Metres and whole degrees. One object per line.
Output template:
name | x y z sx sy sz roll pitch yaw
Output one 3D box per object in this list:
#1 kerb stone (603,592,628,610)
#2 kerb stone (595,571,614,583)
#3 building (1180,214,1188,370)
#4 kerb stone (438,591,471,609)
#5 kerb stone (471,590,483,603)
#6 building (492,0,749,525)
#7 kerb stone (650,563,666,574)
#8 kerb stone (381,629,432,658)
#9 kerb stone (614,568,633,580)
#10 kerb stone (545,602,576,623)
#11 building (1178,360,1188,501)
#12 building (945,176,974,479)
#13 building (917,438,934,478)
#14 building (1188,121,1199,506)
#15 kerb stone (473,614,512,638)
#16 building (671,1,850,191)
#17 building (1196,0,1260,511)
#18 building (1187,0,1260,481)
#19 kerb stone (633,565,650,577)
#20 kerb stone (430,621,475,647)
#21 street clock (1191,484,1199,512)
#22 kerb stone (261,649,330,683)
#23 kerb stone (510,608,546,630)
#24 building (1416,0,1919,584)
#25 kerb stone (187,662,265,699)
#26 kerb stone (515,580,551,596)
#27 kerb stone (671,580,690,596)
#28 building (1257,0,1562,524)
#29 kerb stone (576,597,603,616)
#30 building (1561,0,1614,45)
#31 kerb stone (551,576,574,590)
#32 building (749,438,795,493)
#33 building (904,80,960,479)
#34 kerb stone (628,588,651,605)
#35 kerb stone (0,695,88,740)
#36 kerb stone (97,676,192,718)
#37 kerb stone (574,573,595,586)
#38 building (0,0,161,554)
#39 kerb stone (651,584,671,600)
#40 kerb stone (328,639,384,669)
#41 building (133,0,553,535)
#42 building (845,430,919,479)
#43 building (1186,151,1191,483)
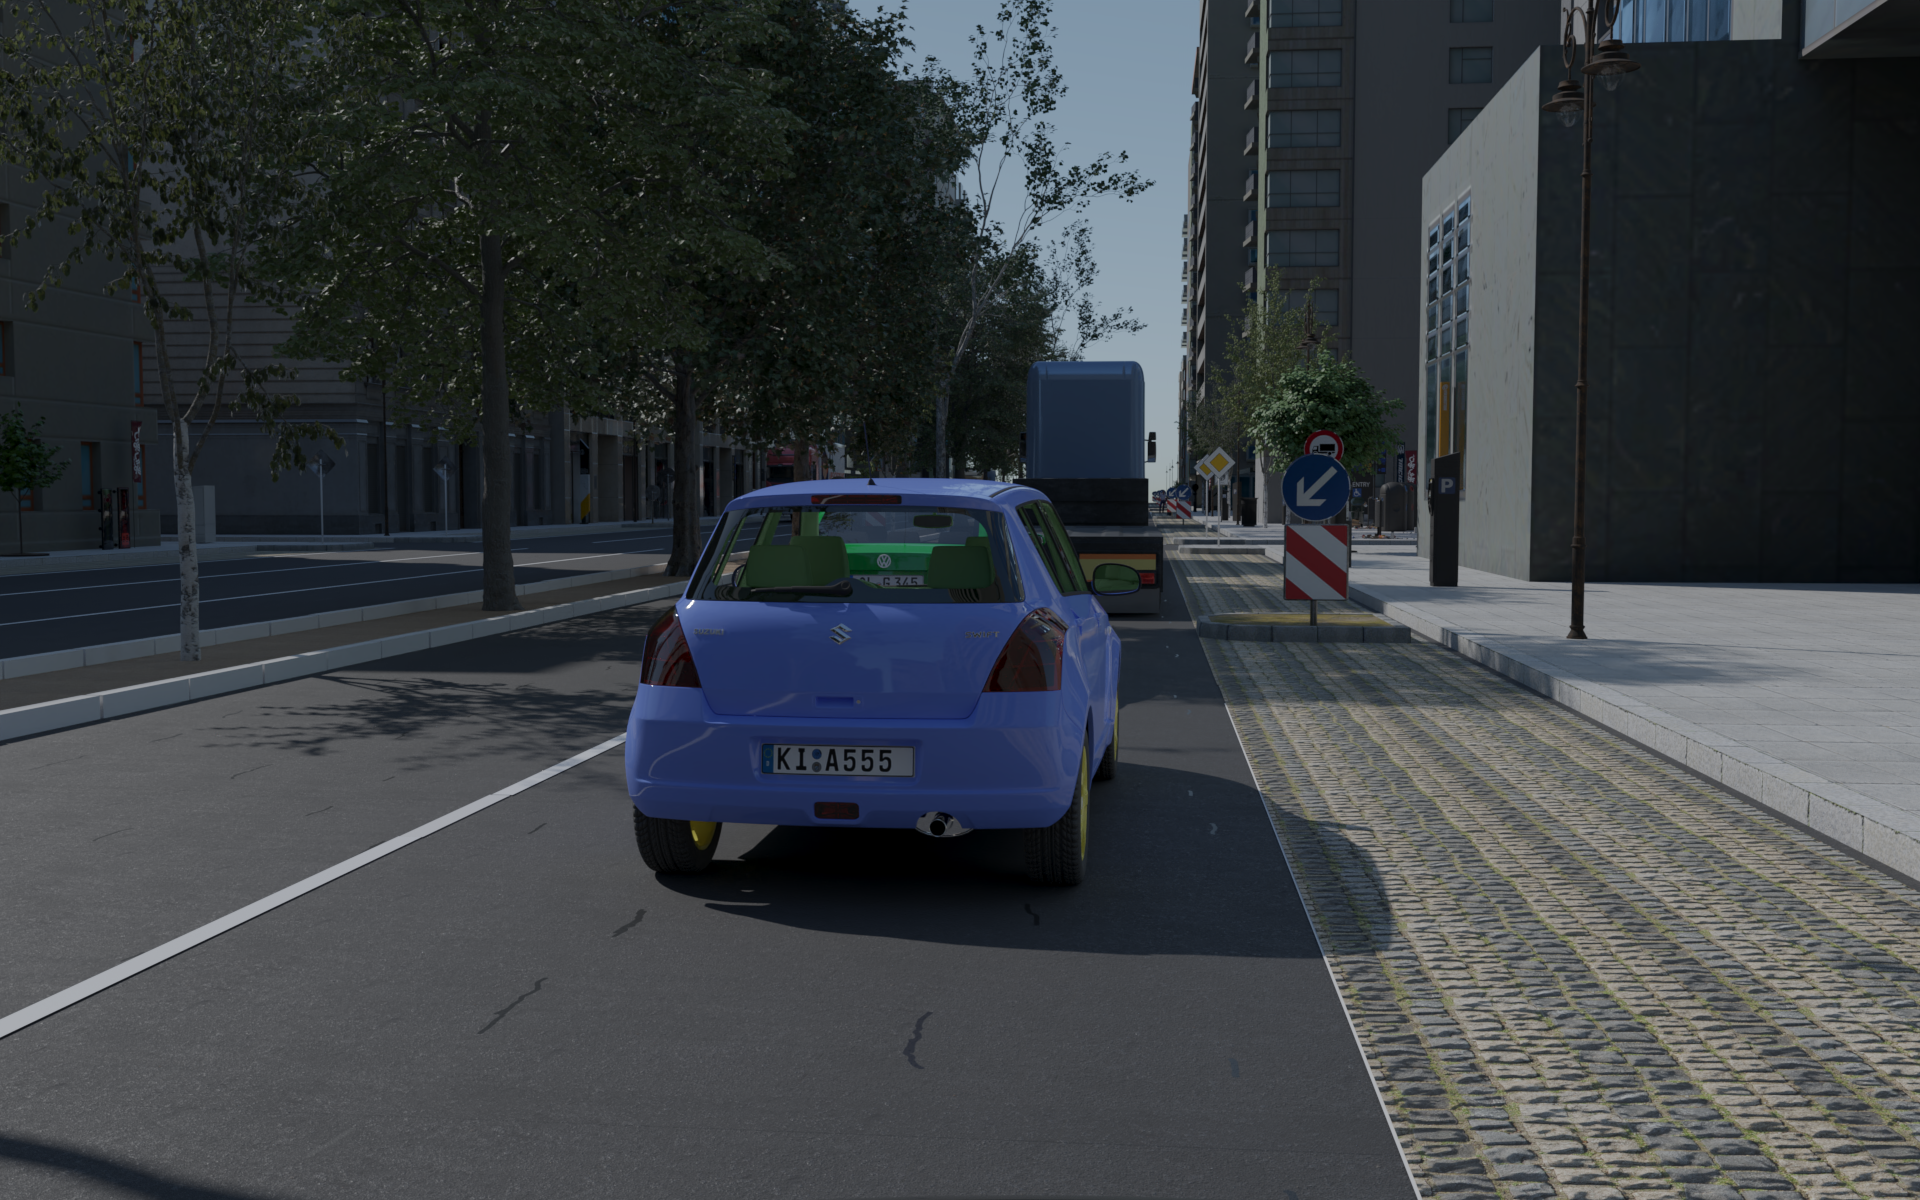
kerb stone | -4.406 0.028 21.735 0.120 0.150 1.000 0 4 6
kerb stone | -5.854 -0.358 28.056 0.120 0.150 1.000 0 4 6
building | 45.279 -39.551 266.270 23.786 49.044 30.456 0 4 6
kerb stone | -6.490 0.015 21.955 0.120 0.150 1.000 0 4 6
kerb stone | -6.387 -0.045 22.972 0.120 0.150 1.000 0 4 6
building | -24.253 -17.428 89.465 19.350 26.468 34.151 0 4 6
kerb stone | -5.528 -0.545 31.108 0.120 0.150 1.000 0 4 6
kerb stone | -5.056 0.402 15.630 0.120 0.150 1.000 0 4 6
kerb stone | -5.744 -0.421 29.072 0.120 0.150 1.000 0 4 6
kerb stone | -4.621 0.153 19.702 0.120 0.150 1.000 0 4 6
building | 43.995 -23.941 236.469 27.650 21.520 28.899 0 4 6
building | -9.597 -38.862 255.003 23.786 49.044 30.456 0 4 6
building | -10.724 -25.903 195.209 14.160 30.474 14.107 0 4 6
building | 32.260 -31.011 190.626 14.154 41.232 14.086 0 4 6
kerb stone | -4.834 0.279 17.662 0.120 0.150 1.000 0 4 6
building | -21.261 -32.064 143.853 23.786 49.044 30.456 0 4 6
building | 30.653 -31.739 142.628 21.300 48.544 21.600 0 4 6
building | 33.502 -31.413 168.232 22.147 44.769 28.867 0 4 6
kerb stone | -5.634 -0.480 30.089 0.120 0.150 1.000 0 4 6
kerb stone | -4.938 0.339 16.645 0.120 0.150 1.000 0 4 6
street clock | 16.703 -7.250 123.102 0.471 2.002 0.358 -1 4 -16
kerb stone | -5.261 0.527 13.593 0.120 0.150 1.000 0 4 6
kerb stone | -4.725 0.217 18.679 0.120 0.150 1.000 0 4 6
building | 18.885 -43.048 16.513 22.319 86.520 31.000 0 4 6
kerb stone | -5.373 0.589 12.577 0.120 0.150 1.000 0 4 6
kerb stone | -6.164 -0.163 25.006 0.120 0.150 1.000 0 4 6
kerb stone | -4.080 -0.159 24.788 0.120 0.150 1.000 0 4 6
building | 20.786 -24.227 79.712 14.154 41.232 14.086 0 4 6
kerb stone | -4.514 0.092 20.719 0.120 0.150 1.000 0 4 6
building | 35.964 -31.392 55.257 28.212 58.520 21.231 0 4 6
kerb stone | -6.064 -0.234 26.022 0.120 0.150 1.000 0 4 6
building | -18.269 -17.159 116.706 11.583 22.565 21.152 0 4 6
building | -15.178 -38.970 226.396 28.713 52.752 27.495 0 4 6
kerb stone | -4.300 -0.034 22.752 0.120 0.150 1.000 0 4 6
kerb stone | -5.589 0.713 10.540 0.120 0.150 1.000 0 4 6
kerb stone | -5.476 0.651 11.559 0.120 0.150 1.000 0 4 6
kerb stone | -5.957 -0.296 27.039 0.120 0.150 1.000 0 4 6
building | -35.655 -11.320 30.125 28.899 21.520 27.650 0 4 6
kerb stone | -4.192 -0.092 23.772 0.120 0.150 1.000 0 4 6
kerb stone | -5.160 0.465 14.610 0.120 0.150 1.000 0 4 6
building | -22.510 -13.073 62.894 9.793 20.994 18.267 0 4 6
building | -19.661 -20.148 174.460 27.650 21.520 28.899 0 4 6
building | 35.296 -34.552 215.029 14.600 45.320 14.200 0 4 6
